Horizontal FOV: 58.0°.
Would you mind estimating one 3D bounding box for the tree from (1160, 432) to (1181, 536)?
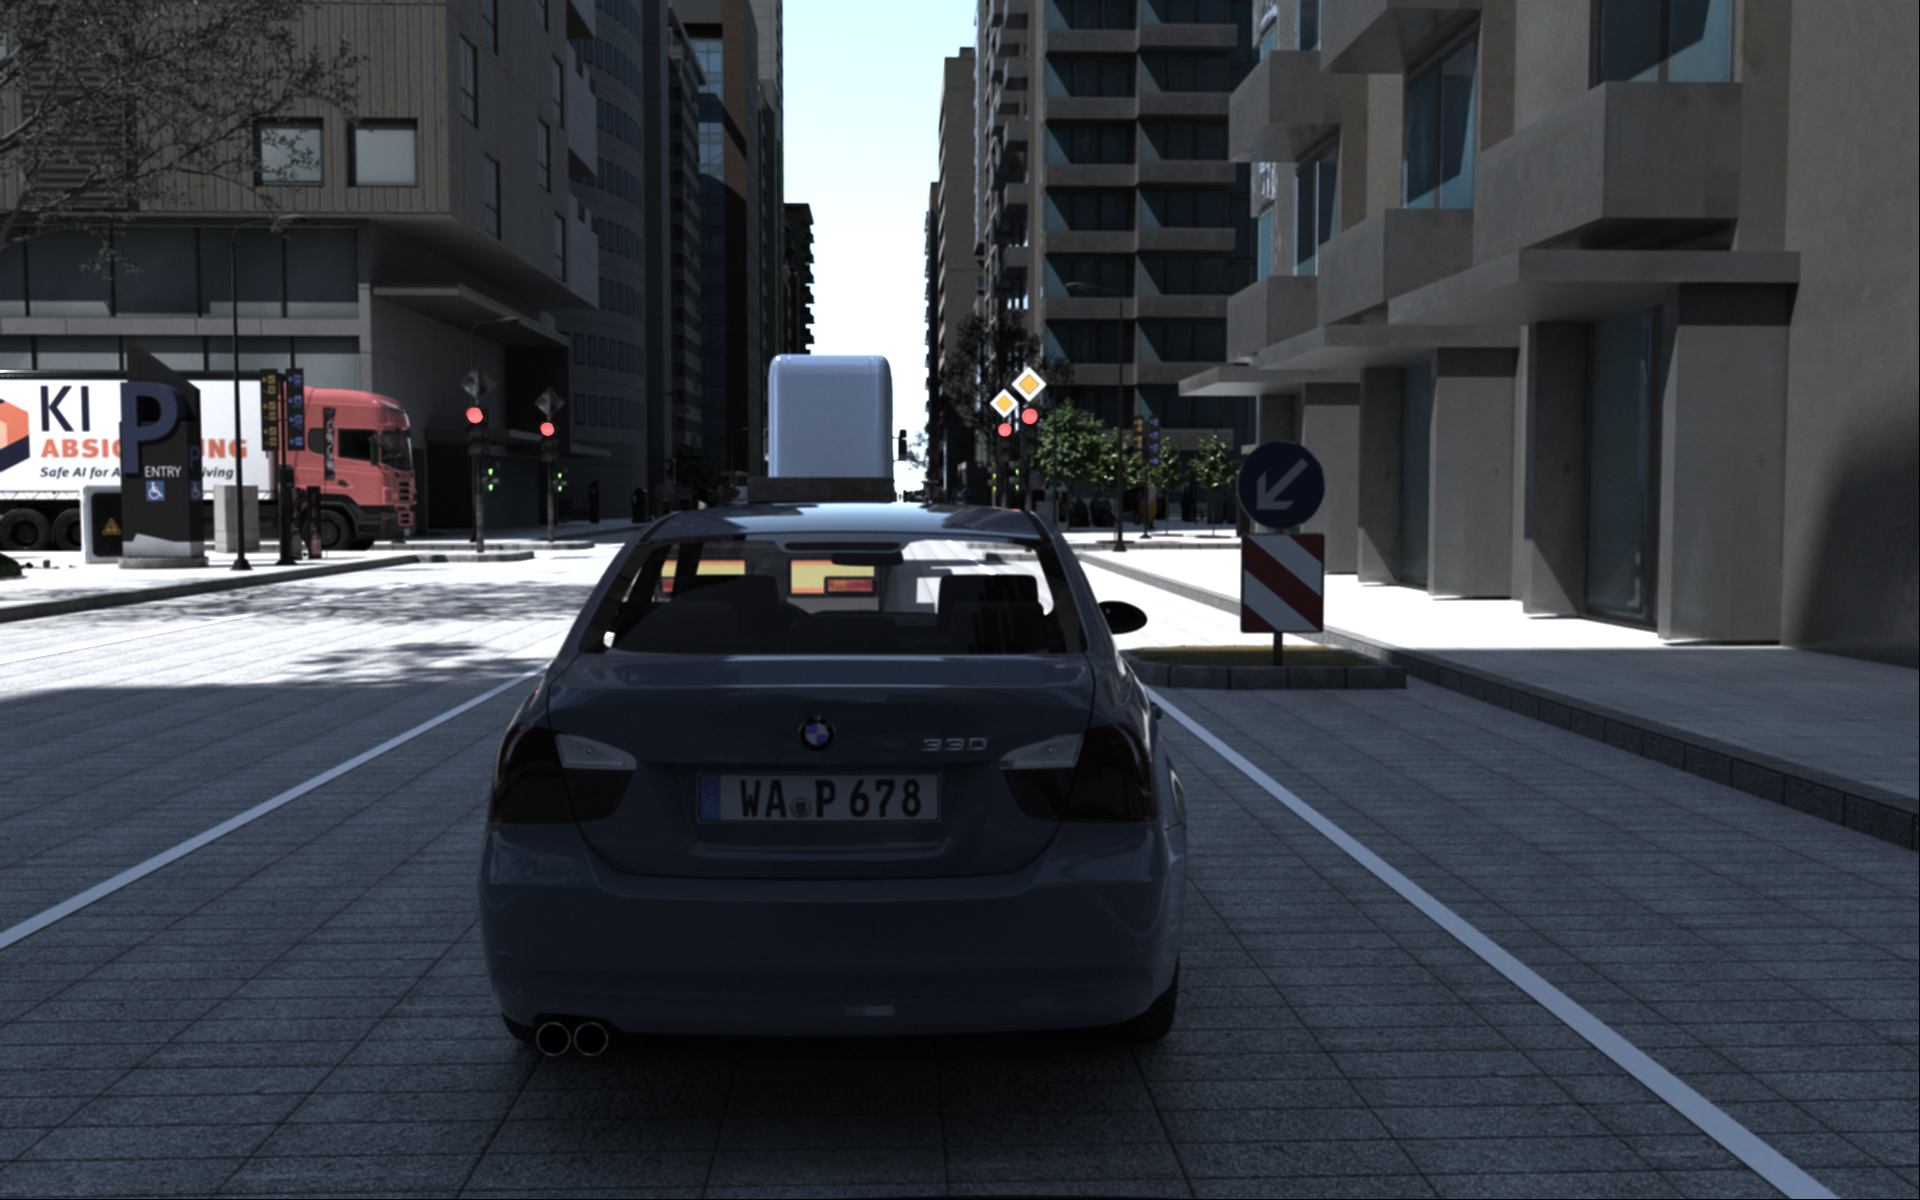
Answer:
[{"bbox_3d":[6.443,-3.572,53.000,1.663,3.219,1.824,0,3,0],"label":"tree"}]

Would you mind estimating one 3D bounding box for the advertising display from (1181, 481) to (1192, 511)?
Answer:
[{"bbox_3d":[11.121,-4.889,85.147,0.123,1.923,0.974,-1,4,-20],"label":"advertising display"}]

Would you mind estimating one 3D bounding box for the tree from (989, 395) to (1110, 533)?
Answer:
[{"bbox_3d":[3.677,-4.514,57.521,4.285,4.588,4.351,0,3,0],"label":"tree"}]

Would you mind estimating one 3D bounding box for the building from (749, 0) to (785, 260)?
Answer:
[{"bbox_3d":[-31.328,-48.254,227.208,20.563,71.187,20.611,0,4,-2],"label":"building"}]

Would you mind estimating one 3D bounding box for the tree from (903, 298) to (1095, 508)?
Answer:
[{"bbox_3d":[2.278,-9.010,81.724,8.767,10.594,7.601,1,4,11],"label":"tree"}]

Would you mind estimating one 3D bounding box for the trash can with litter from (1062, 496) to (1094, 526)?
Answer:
[{"bbox_3d":[4.986,-3.649,70.718,1.678,1.210,2.233,0,4,3],"label":"trash can with litter"}]

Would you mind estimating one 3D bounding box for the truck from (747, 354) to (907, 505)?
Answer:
[{"bbox_3d":[-2.323,-2.316,27.627,2.967,4.110,18.799,0,4,-2],"label":"truck"}]

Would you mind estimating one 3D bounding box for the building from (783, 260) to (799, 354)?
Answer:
[{"bbox_3d":[-26.952,-26.886,211.292,14.160,30.474,14.107,0,4,-2],"label":"building"}]

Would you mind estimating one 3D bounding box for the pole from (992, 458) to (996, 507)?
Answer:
[{"bbox_3d":[1.819,-6.040,92.589,0.158,3.312,0.155,0,3,0],"label":"pole"}]

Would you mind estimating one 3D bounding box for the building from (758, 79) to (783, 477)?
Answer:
[{"bbox_3d":[-24.820,-29.482,165.633,14.154,41.232,14.086,0,4,-2],"label":"building"}]

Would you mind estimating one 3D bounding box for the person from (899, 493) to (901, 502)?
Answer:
[{"bbox_3d":[-8.661,-14.707,250.427,0.415,1.643,0.593,1,4,20],"label":"person"}]

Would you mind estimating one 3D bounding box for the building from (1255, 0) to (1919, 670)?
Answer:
[{"bbox_3d":[16.109,-24.593,21.710,23.786,49.044,30.456,0,4,-2],"label":"building"}]

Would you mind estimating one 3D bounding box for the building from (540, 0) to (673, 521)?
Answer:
[{"bbox_3d":[-27.903,-33.673,92.550,21.231,58.520,28.212,0,4,-2],"label":"building"}]

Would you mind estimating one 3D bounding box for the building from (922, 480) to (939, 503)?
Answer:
[{"bbox_3d":[11.327,-32.485,223.017,32.217,40.220,23.993,0,4,-2],"label":"building"}]

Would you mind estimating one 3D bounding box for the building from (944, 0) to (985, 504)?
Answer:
[{"bbox_3d":[10.159,-51.715,158.213,22.319,86.520,31.000,0,4,-2],"label":"building"}]

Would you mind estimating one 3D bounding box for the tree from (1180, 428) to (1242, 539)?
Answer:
[{"bbox_3d":[7.517,-3.411,50.374,1.663,3.219,1.824,0,3,0],"label":"tree"}]

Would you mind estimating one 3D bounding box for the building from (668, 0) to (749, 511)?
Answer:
[{"bbox_3d":[-32.828,-26.926,132.121,32.217,40.220,23.993,0,4,-2],"label":"building"}]

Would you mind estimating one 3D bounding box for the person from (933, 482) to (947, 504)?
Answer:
[{"bbox_3d":[-0.736,-3.088,58.899,0.656,1.842,0.836,1,4,16],"label":"person"}]

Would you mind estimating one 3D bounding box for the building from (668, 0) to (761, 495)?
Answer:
[{"bbox_3d":[-24.980,-30.658,151.372,14.600,45.320,14.200,0,4,-2],"label":"building"}]

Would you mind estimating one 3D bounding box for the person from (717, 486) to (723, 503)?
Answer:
[{"bbox_3d":[-10.504,-4.144,76.429,0.526,1.800,0.537,1,4,23],"label":"person"}]

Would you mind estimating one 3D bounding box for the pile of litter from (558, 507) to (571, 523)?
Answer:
[{"bbox_3d":[-17.895,-3.879,77.380,1.176,0.858,1.719,2,4,27],"label":"pile of litter"}]

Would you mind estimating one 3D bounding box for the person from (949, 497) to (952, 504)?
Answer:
[{"bbox_3d":[-0.472,-4.642,88.652,0.590,1.304,0.306,-3,5,-43],"label":"person"}]

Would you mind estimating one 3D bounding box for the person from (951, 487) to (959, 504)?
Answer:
[{"bbox_3d":[-0.233,-4.602,84.290,0.362,1.759,0.519,2,4,27],"label":"person"}]

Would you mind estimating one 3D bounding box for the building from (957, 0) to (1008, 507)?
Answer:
[{"bbox_3d":[10.476,-42.479,132.782,20.563,71.187,20.611,0,4,-2],"label":"building"}]

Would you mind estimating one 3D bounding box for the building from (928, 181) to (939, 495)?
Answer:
[{"bbox_3d":[2.636,-36.191,241.837,14.600,45.320,14.200,0,4,-2],"label":"building"}]

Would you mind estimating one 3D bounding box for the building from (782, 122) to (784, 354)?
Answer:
[{"bbox_3d":[-25.723,-30.341,179.666,14.154,41.232,14.086,0,4,-2],"label":"building"}]

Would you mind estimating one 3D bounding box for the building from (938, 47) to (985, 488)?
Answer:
[{"bbox_3d":[8.650,-34.366,185.583,21.300,48.544,21.600,0,4,-2],"label":"building"}]

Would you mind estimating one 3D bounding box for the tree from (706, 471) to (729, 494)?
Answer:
[{"bbox_3d":[-16.648,-7.476,116.833,1.663,3.219,1.824,0,3,0],"label":"tree"}]

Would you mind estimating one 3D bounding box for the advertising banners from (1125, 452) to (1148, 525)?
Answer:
[{"bbox_3d":[7.405,-4.648,72.180,0.090,3.025,2.074,-2,4,-26],"label":"advertising banners"}]

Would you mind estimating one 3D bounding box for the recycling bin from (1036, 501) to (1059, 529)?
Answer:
[{"bbox_3d":[3.111,-3.009,61.748,0.722,1.027,0.722,0,4,-7],"label":"recycling bin"}]

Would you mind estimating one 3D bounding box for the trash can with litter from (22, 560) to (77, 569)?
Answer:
[{"bbox_3d":[-16.341,-1.131,29.544,2.233,1.210,1.678,-2,4,-24],"label":"trash can with litter"}]

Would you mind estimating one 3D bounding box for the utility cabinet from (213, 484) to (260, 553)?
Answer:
[{"bbox_3d":[-15.798,-1.785,37.859,0.318,1.500,1.173,1,4,12],"label":"utility cabinet"}]

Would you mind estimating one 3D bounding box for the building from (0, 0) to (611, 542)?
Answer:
[{"bbox_3d":[-27.373,-28.605,56.930,28.713,52.752,27.495,0,4,-2],"label":"building"}]

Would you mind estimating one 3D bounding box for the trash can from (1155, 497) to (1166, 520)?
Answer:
[{"bbox_3d":[9.969,-4.546,85.976,0.748,1.137,0.748,0,3,0],"label":"trash can"}]

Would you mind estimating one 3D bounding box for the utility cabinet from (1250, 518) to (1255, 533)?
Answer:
[{"bbox_3d":[9.347,-2.744,56.029,0.306,1.237,1.020,2,4,25],"label":"utility cabinet"}]

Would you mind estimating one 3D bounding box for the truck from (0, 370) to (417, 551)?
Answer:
[{"bbox_3d":[-17.978,-3.151,40.433,11.283,4.237,2.839,0,4,-4],"label":"truck"}]

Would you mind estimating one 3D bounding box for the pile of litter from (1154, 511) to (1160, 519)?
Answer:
[{"bbox_3d":[9.598,-4.543,88.235,1.719,0.858,1.176,-3,4,-37],"label":"pile of litter"}]

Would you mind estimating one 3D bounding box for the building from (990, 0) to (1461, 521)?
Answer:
[{"bbox_3d":[13.395,-29.681,104.886,23.786,49.044,30.456,0,4,-2],"label":"building"}]

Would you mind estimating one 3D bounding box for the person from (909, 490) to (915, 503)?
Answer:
[{"bbox_3d":[-3.373,-6.853,121.542,0.512,1.701,0.522,0,4,0],"label":"person"}]

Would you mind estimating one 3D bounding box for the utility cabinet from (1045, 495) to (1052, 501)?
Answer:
[{"bbox_3d":[4.078,-4.586,86.147,1.020,1.237,0.306,-2,4,-33],"label":"utility cabinet"}]

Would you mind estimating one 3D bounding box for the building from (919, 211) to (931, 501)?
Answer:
[{"bbox_3d":[5.708,-39.461,264.798,23.786,49.044,30.456,0,4,-2],"label":"building"}]

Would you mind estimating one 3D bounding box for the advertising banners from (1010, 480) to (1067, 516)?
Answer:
[{"bbox_3d":[2.884,-4.180,64.527,2.074,3.025,0.090,0,4,-1],"label":"advertising banners"}]

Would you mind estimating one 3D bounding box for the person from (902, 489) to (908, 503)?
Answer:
[{"bbox_3d":[-3.892,-6.759,119.603,0.643,1.750,0.593,1,4,8],"label":"person"}]

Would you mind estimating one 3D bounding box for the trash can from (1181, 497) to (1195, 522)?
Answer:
[{"bbox_3d":[10.511,-4.148,79.471,0.748,1.137,0.748,0,3,0],"label":"trash can"}]

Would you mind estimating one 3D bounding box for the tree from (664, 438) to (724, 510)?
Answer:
[{"bbox_3d":[-15.434,-7.136,100.390,4.285,4.588,4.351,0,3,0],"label":"tree"}]

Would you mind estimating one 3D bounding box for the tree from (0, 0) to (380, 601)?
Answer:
[{"bbox_3d":[-12.204,-6.708,20.042,12.009,13.543,11.850,0,3,0],"label":"tree"}]

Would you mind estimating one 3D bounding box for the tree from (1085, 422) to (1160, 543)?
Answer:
[{"bbox_3d":[3.968,-3.106,45.388,1.663,3.219,1.824,0,3,0],"label":"tree"}]

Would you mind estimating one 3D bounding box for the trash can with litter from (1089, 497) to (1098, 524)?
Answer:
[{"bbox_3d":[6.033,-3.822,73.881,1.055,1.170,0.624,0,4,-1],"label":"trash can with litter"}]

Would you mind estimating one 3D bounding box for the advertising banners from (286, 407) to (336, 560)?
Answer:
[{"bbox_3d":[-12.786,-2.325,34.200,0.090,3.025,2.074,0,4,7],"label":"advertising banners"}]

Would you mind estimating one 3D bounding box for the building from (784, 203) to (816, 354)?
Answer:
[{"bbox_3d":[-32.468,-36.578,252.681,22.147,44.769,28.867,0,4,-2],"label":"building"}]

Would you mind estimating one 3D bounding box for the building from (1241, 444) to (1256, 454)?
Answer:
[{"bbox_3d":[24.622,-24.650,57.654,28.867,44.769,22.147,0,4,-2],"label":"building"}]
